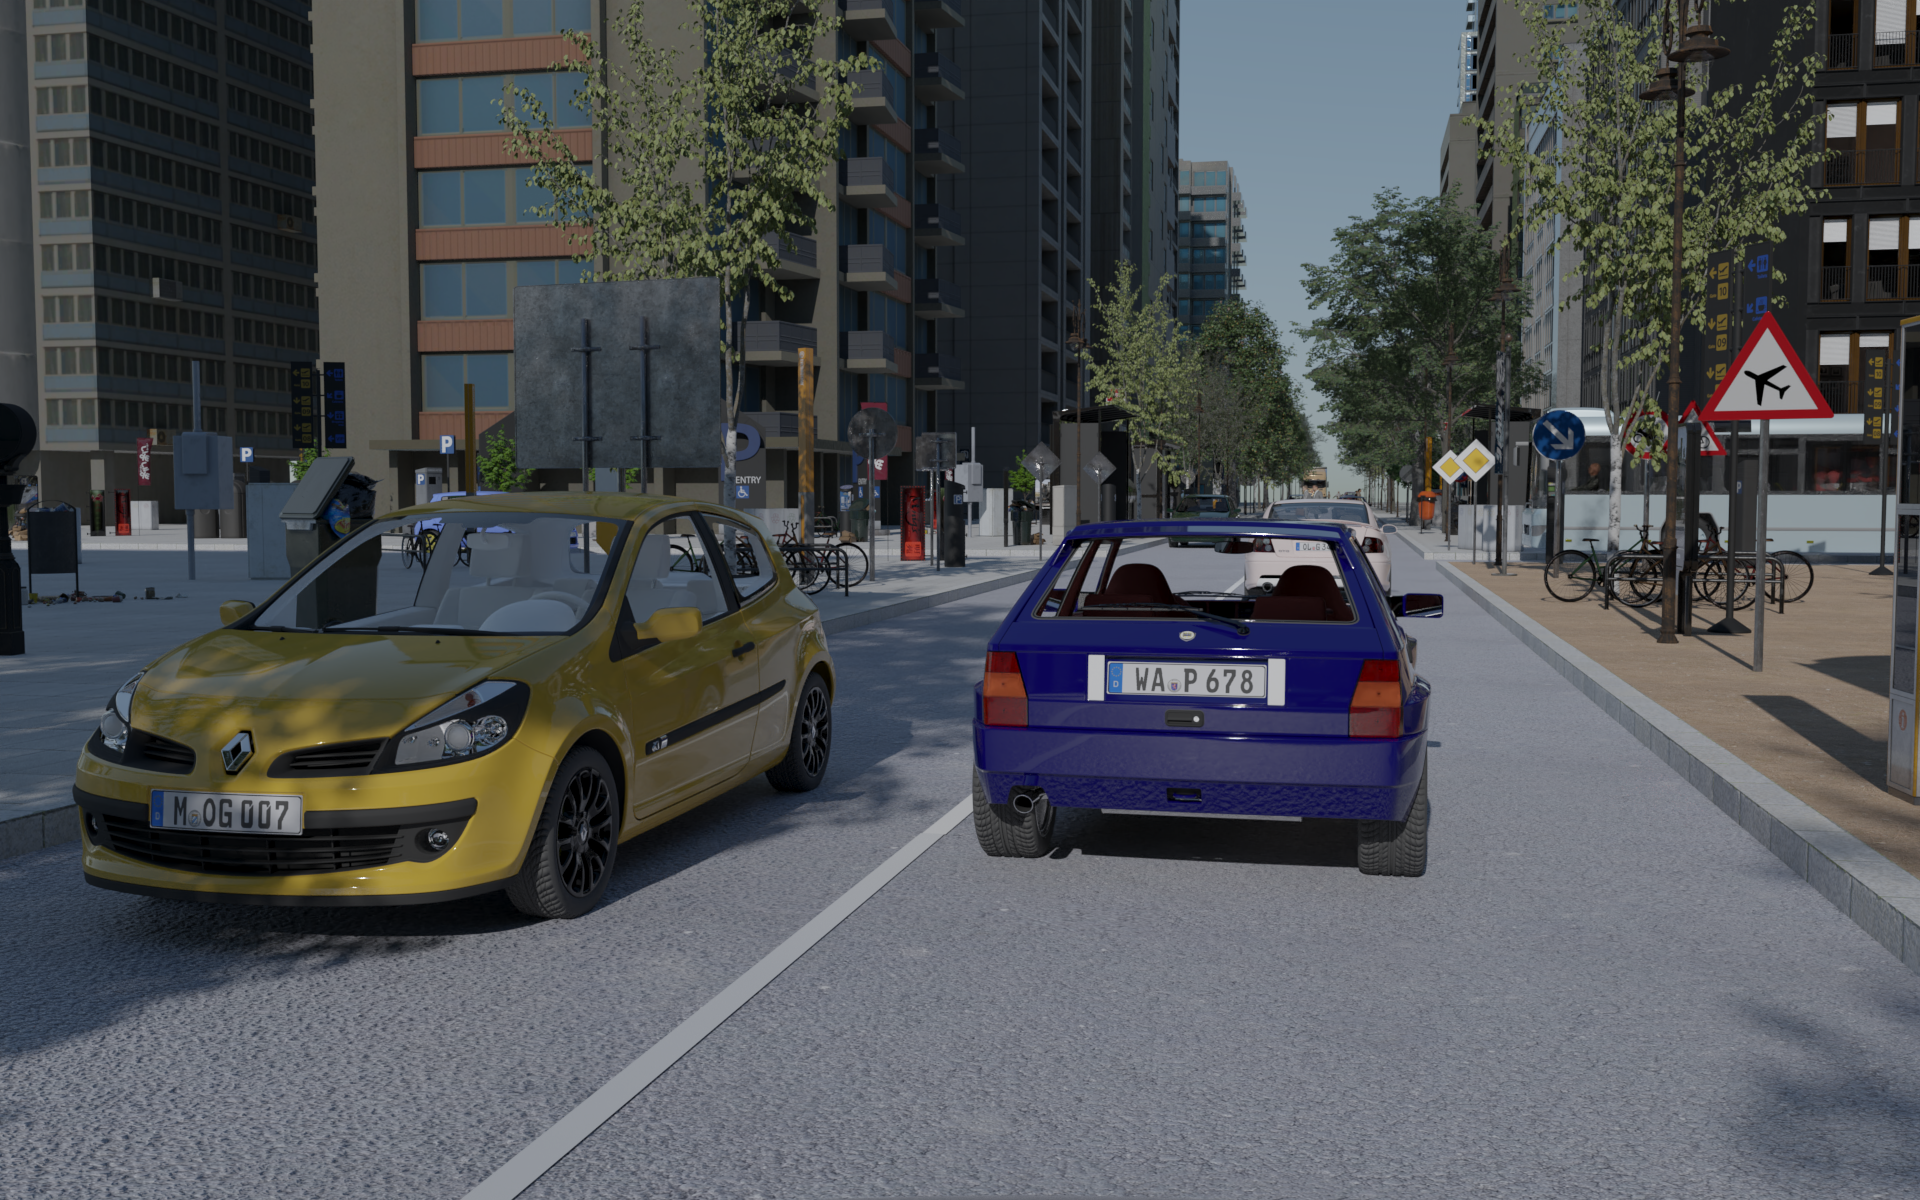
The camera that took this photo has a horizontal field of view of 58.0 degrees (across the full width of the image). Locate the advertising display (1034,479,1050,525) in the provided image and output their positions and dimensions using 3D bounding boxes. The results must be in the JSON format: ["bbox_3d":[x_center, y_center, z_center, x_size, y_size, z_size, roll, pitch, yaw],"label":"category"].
[{"bbox_3d":[3.592,-4.096,72.189,0.974,1.923,0.123,1,4,15],"label":"advertising display"}]

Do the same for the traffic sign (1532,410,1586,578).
[{"bbox_3d":[9.085,-1.603,26.320,0.768,2.556,0.104,1,4,22],"label":"traffic sign"}]

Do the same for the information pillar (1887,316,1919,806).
[{"bbox_3d":[4.090,-0.165,7.188,0.304,2.012,0.304,1,4,8],"label":"information pillar"}]

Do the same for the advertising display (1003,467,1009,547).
[{"bbox_3d":[1.124,-2.269,42.305,0.123,1.923,0.974,0,4,1],"label":"advertising display"}]

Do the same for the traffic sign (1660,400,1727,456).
[{"bbox_3d":[10.134,-1.469,24.017,0.884,2.594,0.081,1,4,21],"label":"traffic sign"}]

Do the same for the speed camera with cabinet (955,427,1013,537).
[{"bbox_3d":[0.727,-3.524,51.957,0.660,3.252,2.038,3,5,43],"label":"speed camera with cabinet"}]

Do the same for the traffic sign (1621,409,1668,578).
[{"bbox_3d":[10.100,-1.551,25.469,0.768,2.556,0.104,1,4,18],"label":"traffic sign"}]

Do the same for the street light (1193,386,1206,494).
[{"bbox_3d":[10.293,-6.226,74.575,0.468,5.910,1.993,1,4,13],"label":"street light"}]

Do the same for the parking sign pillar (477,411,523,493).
[{"bbox_3d":[-14.106,-3.954,53.121,1.447,3.967,1.447,-2,4,-27],"label":"parking sign pillar"}]

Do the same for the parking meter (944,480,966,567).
[{"bbox_3d":[-0.091,-1.348,30.454,0.372,1.533,0.369,0,3,0],"label":"parking meter"}]

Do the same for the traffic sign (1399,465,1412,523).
[{"bbox_3d":[19.539,-4.614,75.541,0.768,2.556,0.104,1,4,18],"label":"traffic sign"}]

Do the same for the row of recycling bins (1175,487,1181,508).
[{"bbox_3d":[8.924,-4.229,76.260,1.069,1.692,3.534,1,4,22],"label":"row of recycling bins"}]

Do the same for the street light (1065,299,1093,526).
[{"bbox_3d":[2.833,-4.189,41.276,0.468,5.910,1.993,1,4,13],"label":"street light"}]

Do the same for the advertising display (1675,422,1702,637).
[{"bbox_3d":[6.663,-0.658,15.980,0.123,1.923,0.974,1,4,13],"label":"advertising display"}]

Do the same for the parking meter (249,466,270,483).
[{"bbox_3d":[-14.485,-1.845,35.876,0.399,1.863,0.255,2,4,31],"label":"parking meter"}]

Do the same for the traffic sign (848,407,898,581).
[{"bbox_3d":[-1.294,-1.550,25.443,0.768,2.556,0.104,1,4,14],"label":"traffic sign"}]

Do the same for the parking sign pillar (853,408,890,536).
[{"bbox_3d":[-2.894,-3.990,53.716,1.447,3.967,1.447,-2,4,-24],"label":"parking sign pillar"}]

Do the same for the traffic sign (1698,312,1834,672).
[{"bbox_3d":[5.766,-0.761,12.440,0.884,2.594,0.081,1,4,22],"label":"traffic sign"}]

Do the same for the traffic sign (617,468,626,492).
[{"bbox_3d":[-3.347,-1.041,17.129,0.768,2.556,0.104,1,4,21],"label":"traffic sign"}]

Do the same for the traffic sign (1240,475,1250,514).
[{"bbox_3d":[18.146,-6.750,110.463,0.768,2.556,0.104,1,4,13],"label":"traffic sign"}]

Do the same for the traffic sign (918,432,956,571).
[{"bbox_3d":[-0.359,-1.626,28.720,0.606,2.300,0.079,1,4,20],"label":"traffic sign"}]

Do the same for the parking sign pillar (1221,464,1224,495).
[{"bbox_3d":[16.563,-7.466,110.533,1.447,3.967,1.447,1,4,14],"label":"parking sign pillar"}]

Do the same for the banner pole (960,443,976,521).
[{"bbox_3d":[0.377,-5.746,83.959,0.863,3.779,0.401,0,4,-2],"label":"banner pole"}]

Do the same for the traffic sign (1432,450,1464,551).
[{"bbox_3d":[11.092,-2.177,39.239,0.795,2.450,0.064,1,4,13],"label":"traffic sign"}]

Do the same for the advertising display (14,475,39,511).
[{"bbox_3d":[-32.066,-3.322,59.530,0.123,1.923,0.974,1,4,12],"label":"advertising display"}]

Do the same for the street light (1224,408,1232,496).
[{"bbox_3d":[14.087,-7.238,91.132,0.468,5.910,1.993,1,4,13],"label":"street light"}]

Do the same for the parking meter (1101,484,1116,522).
[{"bbox_3d":[3.794,-2.194,44.286,0.372,1.533,0.369,0,3,0],"label":"parking meter"}]

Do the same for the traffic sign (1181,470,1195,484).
[{"bbox_3d":[11.893,-5.522,90.394,0.768,2.556,0.104,1,4,14],"label":"traffic sign"}]

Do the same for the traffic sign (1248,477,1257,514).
[{"bbox_3d":[18.636,-6.788,111.092,0.768,2.556,0.104,1,4,16],"label":"traffic sign"}]

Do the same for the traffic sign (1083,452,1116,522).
[{"bbox_3d":[3.293,-2.285,40.995,0.795,2.450,0.064,1,4,13],"label":"traffic sign"}]

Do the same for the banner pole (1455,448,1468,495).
[{"bbox_3d":[24.198,-5.736,83.803,0.863,3.779,0.401,3,5,40],"label":"banner pole"}]

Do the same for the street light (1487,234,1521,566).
[{"bbox_3d":[9.684,-3.558,30.963,0.468,5.910,1.993,1,4,13],"label":"street light"}]

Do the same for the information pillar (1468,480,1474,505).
[{"bbox_3d":[26.819,-5.276,90.756,0.304,2.012,0.304,-1,4,-10],"label":"information pillar"}]

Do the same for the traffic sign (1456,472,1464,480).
[{"bbox_3d":[18.140,-3.891,63.730,0.768,2.556,0.104,1,4,22],"label":"traffic sign"}]

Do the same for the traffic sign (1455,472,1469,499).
[{"bbox_3d":[22.152,-4.689,76.774,0.768,2.556,0.104,1,4,19],"label":"traffic sign"}]

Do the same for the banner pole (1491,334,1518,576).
[{"bbox_3d":[8.430,-2.257,26.926,0.401,3.779,0.863,2,4,34],"label":"banner pole"}]

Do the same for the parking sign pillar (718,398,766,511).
[{"bbox_3d":[-5.987,-3.618,47.629,1.447,3.967,1.447,0,4,-6],"label":"parking sign pillar"}]

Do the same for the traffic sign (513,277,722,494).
[{"bbox_3d":[-3.317,-1.392,16.628,2.265,3.308,0.079,1,4,20],"label":"traffic sign"}]

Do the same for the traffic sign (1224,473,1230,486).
[{"bbox_3d":[16.555,-6.493,106.259,0.768,2.556,0.104,1,4,16],"label":"traffic sign"}]

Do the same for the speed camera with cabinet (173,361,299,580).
[{"bbox_3d":[-10.677,-1.939,26.039,2.038,3.252,0.660,0,4,0],"label":"speed camera with cabinet"}]

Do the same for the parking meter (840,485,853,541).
[{"bbox_3d":[-3.094,-2.379,47.304,0.372,1.533,0.369,0,3,0],"label":"parking meter"}]

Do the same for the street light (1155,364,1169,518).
[{"bbox_3d":[6.790,-5.232,58.336,0.468,5.910,1.993,1,4,13],"label":"street light"}]

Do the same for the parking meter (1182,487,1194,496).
[{"bbox_3d":[8.531,-3.434,64.557,0.372,1.533,0.369,0,3,0],"label":"parking meter"}]

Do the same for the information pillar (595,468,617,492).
[{"bbox_3d":[-5.151,-2.088,25.491,0.504,3.616,0.183,2,4,29],"label":"information pillar"}]

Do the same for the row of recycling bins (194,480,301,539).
[{"bbox_3d":[-20.544,-2.640,50.277,3.534,1.692,1.069,0,4,-4],"label":"row of recycling bins"}]

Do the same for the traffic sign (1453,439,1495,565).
[{"bbox_3d":[9.351,-1.700,31.445,0.795,2.450,0.064,1,4,13],"label":"traffic sign"}]

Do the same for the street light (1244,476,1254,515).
[{"bbox_3d":[17.746,-8.229,107.337,0.468,5.910,1.993,1,4,13],"label":"street light"}]

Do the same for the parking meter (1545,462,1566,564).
[{"bbox_3d":[10.917,-1.593,31.752,0.255,1.863,0.399,2,4,31],"label":"parking meter"}]

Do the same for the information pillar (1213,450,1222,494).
[{"bbox_3d":[13.688,-6.171,92.248,0.504,3.616,0.183,-2,4,-24],"label":"information pillar"}]

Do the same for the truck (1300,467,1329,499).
[{"bbox_3d":[36.902,-11.699,180.189,2.839,4.237,11.283,1,4,12],"label":"truck"}]

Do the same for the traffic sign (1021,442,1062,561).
[{"bbox_3d":[1.552,-1.808,33.202,0.795,2.450,0.064,1,4,13],"label":"traffic sign"}]

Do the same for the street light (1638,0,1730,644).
[{"bbox_3d":[6.098,-2.566,14.743,0.468,5.910,1.993,1,4,13],"label":"street light"}]

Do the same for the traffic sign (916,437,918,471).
[{"bbox_3d":[-0.500,-1.760,30.903,0.606,2.300,0.079,1,4,13],"label":"traffic sign"}]

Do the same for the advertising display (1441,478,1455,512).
[{"bbox_3d":[17.723,-3.528,62.900,0.123,1.923,0.974,3,4,36],"label":"advertising display"}]

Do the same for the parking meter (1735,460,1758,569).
[{"bbox_3d":[13.525,-1.476,29.837,0.255,1.863,0.399,0,4,-1],"label":"parking meter"}]
